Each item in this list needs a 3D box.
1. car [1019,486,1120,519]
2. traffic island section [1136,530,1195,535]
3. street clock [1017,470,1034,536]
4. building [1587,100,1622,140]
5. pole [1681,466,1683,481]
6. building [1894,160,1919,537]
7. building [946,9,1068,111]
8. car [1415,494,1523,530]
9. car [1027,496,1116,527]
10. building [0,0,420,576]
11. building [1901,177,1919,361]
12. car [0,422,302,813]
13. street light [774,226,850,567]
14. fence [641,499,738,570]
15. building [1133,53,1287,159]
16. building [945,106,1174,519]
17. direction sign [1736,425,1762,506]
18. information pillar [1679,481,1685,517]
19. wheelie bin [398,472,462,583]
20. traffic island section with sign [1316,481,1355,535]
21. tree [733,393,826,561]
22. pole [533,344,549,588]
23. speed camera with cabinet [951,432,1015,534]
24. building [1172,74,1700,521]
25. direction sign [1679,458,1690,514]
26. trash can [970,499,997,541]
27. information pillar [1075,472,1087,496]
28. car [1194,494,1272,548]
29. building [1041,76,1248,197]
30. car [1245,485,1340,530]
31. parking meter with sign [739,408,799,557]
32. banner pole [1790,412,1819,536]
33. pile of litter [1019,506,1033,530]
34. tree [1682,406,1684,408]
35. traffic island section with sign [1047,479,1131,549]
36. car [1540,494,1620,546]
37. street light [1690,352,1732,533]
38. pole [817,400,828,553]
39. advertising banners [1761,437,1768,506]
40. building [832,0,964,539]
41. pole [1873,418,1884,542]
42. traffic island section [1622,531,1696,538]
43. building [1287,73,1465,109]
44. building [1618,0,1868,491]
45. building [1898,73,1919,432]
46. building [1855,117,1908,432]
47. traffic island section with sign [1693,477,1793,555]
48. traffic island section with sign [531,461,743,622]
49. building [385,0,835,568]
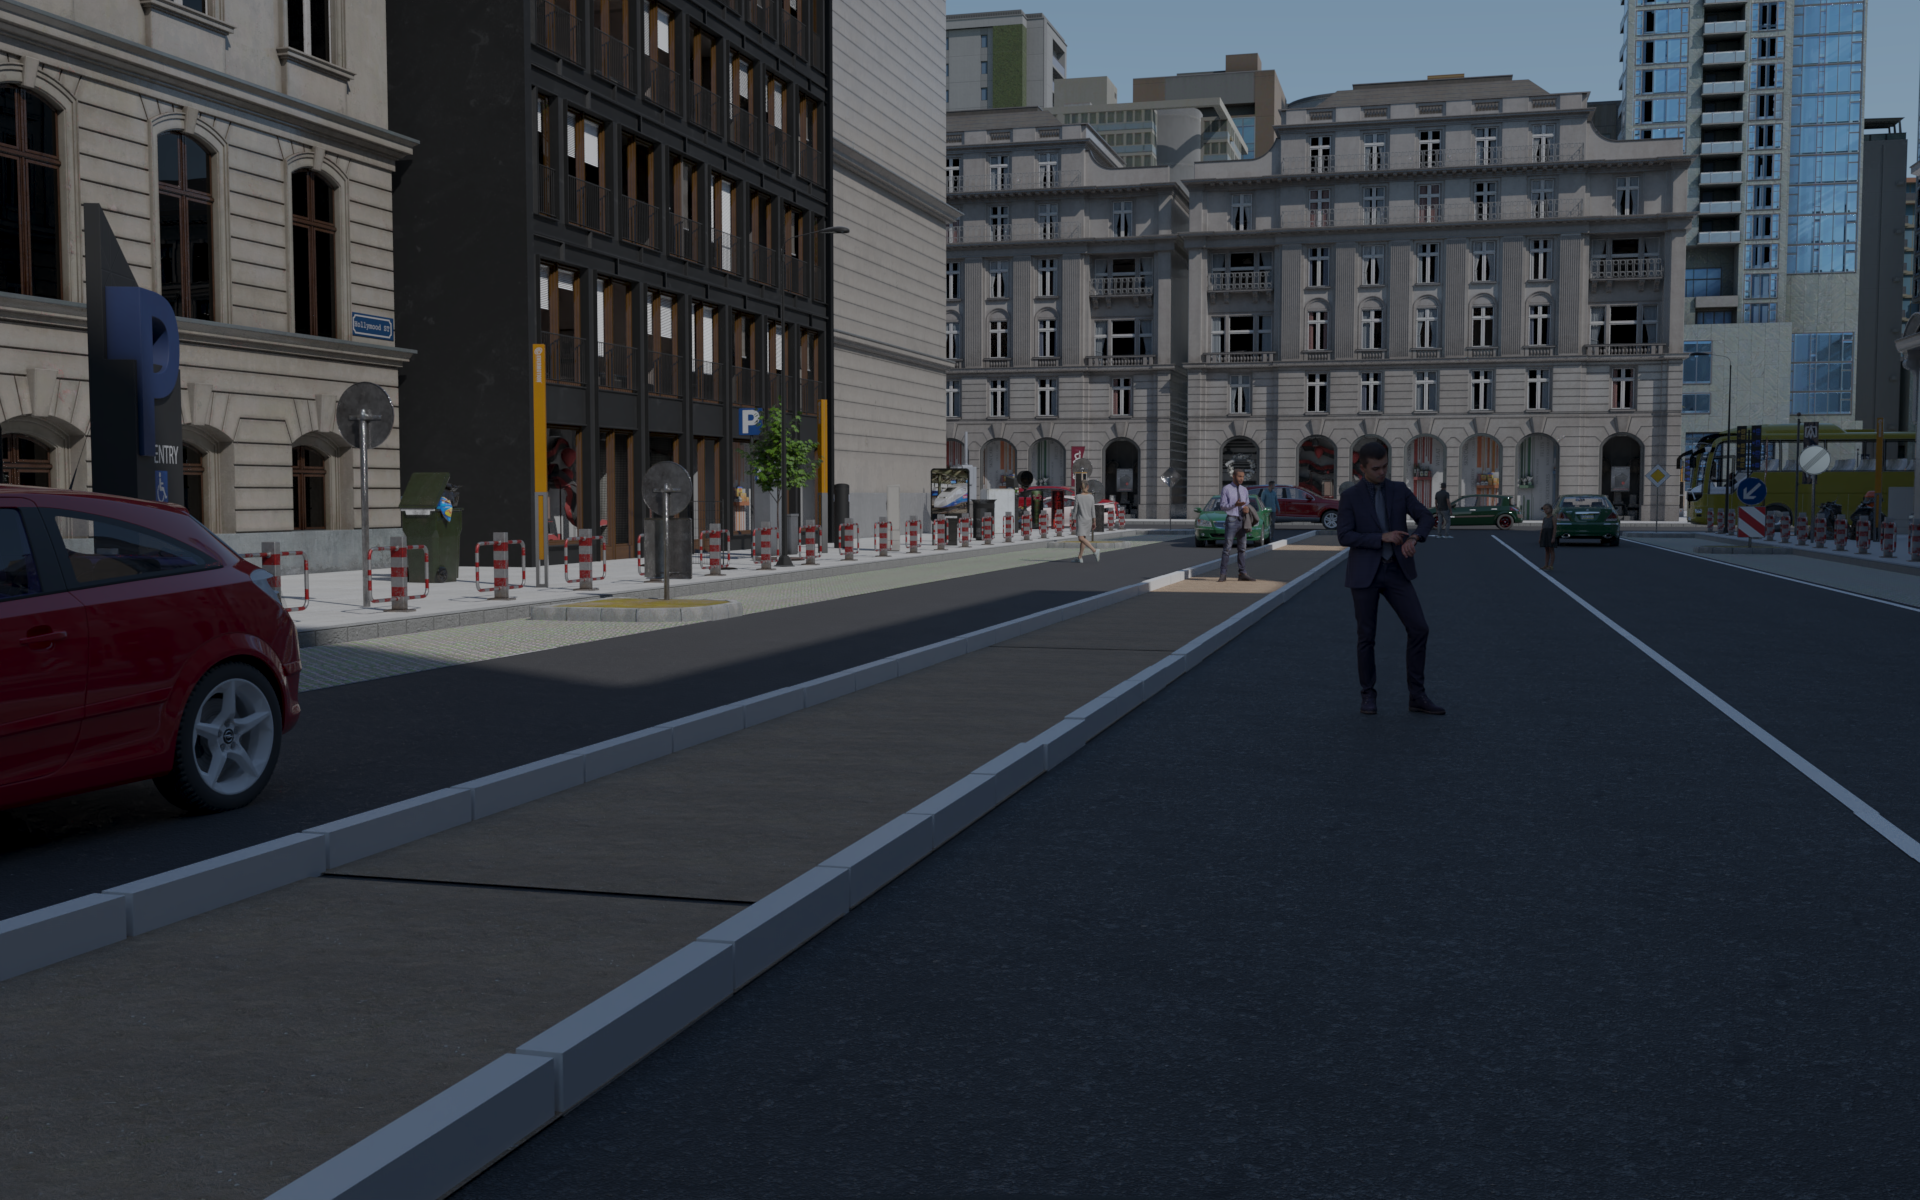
[{"bbox_3d":[4.664,-4.280,78.654,5.304,1.827,2.281,1,4,15],"label":"car"},{"bbox_3d":[7.505,-2.429,61.993,2.009,0.180,2.903,1,4,15],"label":"traffic island section"},{"bbox_3d":[2.001,-2.977,53.252,0.471,2.002,0.358,-2,4,-25],"label":"street clock"},{"bbox_3d":[71.534,-30.494,182.170,14.154,41.232,14.086,1,4,15],"label":"building"},{"bbox_3d":[52.374,-8.073,125.840,0.158,3.312,0.155,0,3,0],"label":"pole"},{"bbox_3d":[31.689,-15.525,39.739,13.634,28.700,20.117,1,4,15],"label":"building"},{"bbox_3d":[-1.631,-41.044,213.066,28.212,58.520,21.231,1,4,15],"label":"building"},{"bbox_3d":[20.566,-3.684,70.017,4.222,1.686,2.009,1,4,14],"label":"car"},{"bbox_3d":[3.769,-3.443,68.654,4.827,1.381,2.083,1,4,16],"label":"car"},{"bbox_3d":[-19.196,-11.965,14.715,14.460,24.649,34.723,1,4,15],"label":"building"},{"bbox_3d":[113.465,-35.471,234.577,28.867,44.769,22.147,1,4,15],"label":"building"},{"bbox_3d":[-4.543,0.144,6.688,2.155,1.783,4.494,1,4,17],"label":"car"},{"bbox_3d":[-2.586,-3.534,30.319,1.470,5.913,1.316,1,4,15],"label":"street light"},{"bbox_3d":[-4.736,-1.152,30.038,0.480,1.192,2.264,-3,5,-44],"label":"fence"},{"bbox_3d":[26.426,-32.505,181.569,14.600,45.320,14.200,1,4,15],"label":"building"},{"bbox_3d":[1.037,-15.547,95.997,24.055,21.916,13.314,1,4,15],"label":"building"},{"bbox_3d":[26.034,-3.990,57.231,0.379,3.537,0.876,-2,4,-32],"label":"direction sign"},{"bbox_3d":[40.818,-5.719,97.991,0.304,2.012,0.304,2,4,29],"label":"information pillar"},{"bbox_3d":[-8.002,-1.127,26.342,0.980,1.594,0.693,2,4,31],"label":"wheelie bin"},{"bbox_3d":[13.527,-3.208,60.587,2.006,1.907,1.989,1,4,15],"label":"traffic island section with sign"},{"bbox_3d":[-3.482,-2.368,33.313,1.663,3.219,1.824,0,3,0],"label":"tree"},{"bbox_3d":[-5.735,-1.826,23.692,0.158,3.312,0.155,0,3,0],"label":"pole"},{"bbox_3d":[0.725,-3.738,55.458,2.038,3.252,0.660,-2,4,-26],"label":"speed camera with cabinet"},{"bbox_3d":[24.095,-15.128,89.136,24.055,21.916,13.314,1,4,15],"label":"building"},{"bbox_3d":[45.840,-7.209,109.867,0.876,3.537,0.379,2,4,24],"label":"direction sign"},{"bbox_3d":[0.655,-2.211,47.811,0.748,1.137,0.748,0,3,0],"label":"trash can"},{"bbox_3d":[4.108,-3.329,58.928,0.304,2.012,0.304,2,4,35],"label":"information pillar"},{"bbox_3d":[7.620,-2.218,48.061,2.131,1.459,4.920,1,4,14],"label":"car"},{"bbox_3d":[13.694,-28.964,165.449,32.217,40.220,23.993,1,4,15],"label":"building"},{"bbox_3d":[13.454,-3.758,70.124,5.304,1.827,2.281,1,4,17],"label":"car"},{"bbox_3d":[-3.929,-2.429,35.978,0.543,3.016,1.738,1,4,21],"label":"parking meter with sign"},{"bbox_3d":[25.789,-3.845,52.879,0.401,3.779,0.863,-3,4,-36],"label":"banner pole"},{"bbox_3d":[1.909,-2.935,61.948,1.719,0.858,1.176,-3,4,-38],"label":"pile of litter"},{"bbox_3d":[37.422,-8.845,94.978,4.360,8.622,3.978,0,3,0],"label":"tree"},{"bbox_3d":[3.506,-2.298,46.198,1.989,1.847,2.006,1,4,15],"label":"traffic island section with sign"},{"bbox_3d":[17.629,-2.286,49.172,2.131,1.459,4.920,1,4,16],"label":"car"},{"bbox_3d":[24.552,-5.144,56.646,1.470,5.913,1.316,1,4,15],"label":"street light"},{"bbox_3d":[-2.978,-2.670,37.499,0.158,3.312,0.155,0,3,0],"label":"pole"},{"bbox_3d":[24.935,-3.518,53.700,0.090,3.025,2.074,1,4,23],"label":"advertising banners"},{"bbox_3d":[-12.716,-16.386,55.305,23.554,28.519,14.401,1,4,15],"label":"building"},{"bbox_3d":[24.575,-3.210,46.331,0.158,3.312,0.155,0,3,0],"label":"pole"},{"bbox_3d":[23.213,-2.165,57.681,2.009,0.180,2.903,1,4,15],"label":"traffic island section"},{"bbox_3d":[59.386,-43.230,248.805,28.212,58.520,21.231,1,4,15],"label":"building"},{"bbox_3d":[69.375,-51.689,157.786,22.319,86.520,31.000,1,4,15],"label":"building"},{"bbox_3d":[115.950,-53.052,180.074,31.000,86.520,22.319,1,4,15],"label":"building"},{"bbox_3d":[94.787,-31.063,191.477,14.086,41.232,14.154,1,4,15],"label":"building"},{"bbox_3d":[18.881,-2.033,41.870,1.989,1.847,2.006,1,4,15],"label":"traffic island section with sign"},{"bbox_3d":[-3.640,-0.708,20.204,1.989,1.847,2.006,1,4,15],"label":"traffic island section with sign"},{"bbox_3d":[-11.308,-12.788,38.757,12.332,23.373,15.834,1,4,15],"label":"building"}]
